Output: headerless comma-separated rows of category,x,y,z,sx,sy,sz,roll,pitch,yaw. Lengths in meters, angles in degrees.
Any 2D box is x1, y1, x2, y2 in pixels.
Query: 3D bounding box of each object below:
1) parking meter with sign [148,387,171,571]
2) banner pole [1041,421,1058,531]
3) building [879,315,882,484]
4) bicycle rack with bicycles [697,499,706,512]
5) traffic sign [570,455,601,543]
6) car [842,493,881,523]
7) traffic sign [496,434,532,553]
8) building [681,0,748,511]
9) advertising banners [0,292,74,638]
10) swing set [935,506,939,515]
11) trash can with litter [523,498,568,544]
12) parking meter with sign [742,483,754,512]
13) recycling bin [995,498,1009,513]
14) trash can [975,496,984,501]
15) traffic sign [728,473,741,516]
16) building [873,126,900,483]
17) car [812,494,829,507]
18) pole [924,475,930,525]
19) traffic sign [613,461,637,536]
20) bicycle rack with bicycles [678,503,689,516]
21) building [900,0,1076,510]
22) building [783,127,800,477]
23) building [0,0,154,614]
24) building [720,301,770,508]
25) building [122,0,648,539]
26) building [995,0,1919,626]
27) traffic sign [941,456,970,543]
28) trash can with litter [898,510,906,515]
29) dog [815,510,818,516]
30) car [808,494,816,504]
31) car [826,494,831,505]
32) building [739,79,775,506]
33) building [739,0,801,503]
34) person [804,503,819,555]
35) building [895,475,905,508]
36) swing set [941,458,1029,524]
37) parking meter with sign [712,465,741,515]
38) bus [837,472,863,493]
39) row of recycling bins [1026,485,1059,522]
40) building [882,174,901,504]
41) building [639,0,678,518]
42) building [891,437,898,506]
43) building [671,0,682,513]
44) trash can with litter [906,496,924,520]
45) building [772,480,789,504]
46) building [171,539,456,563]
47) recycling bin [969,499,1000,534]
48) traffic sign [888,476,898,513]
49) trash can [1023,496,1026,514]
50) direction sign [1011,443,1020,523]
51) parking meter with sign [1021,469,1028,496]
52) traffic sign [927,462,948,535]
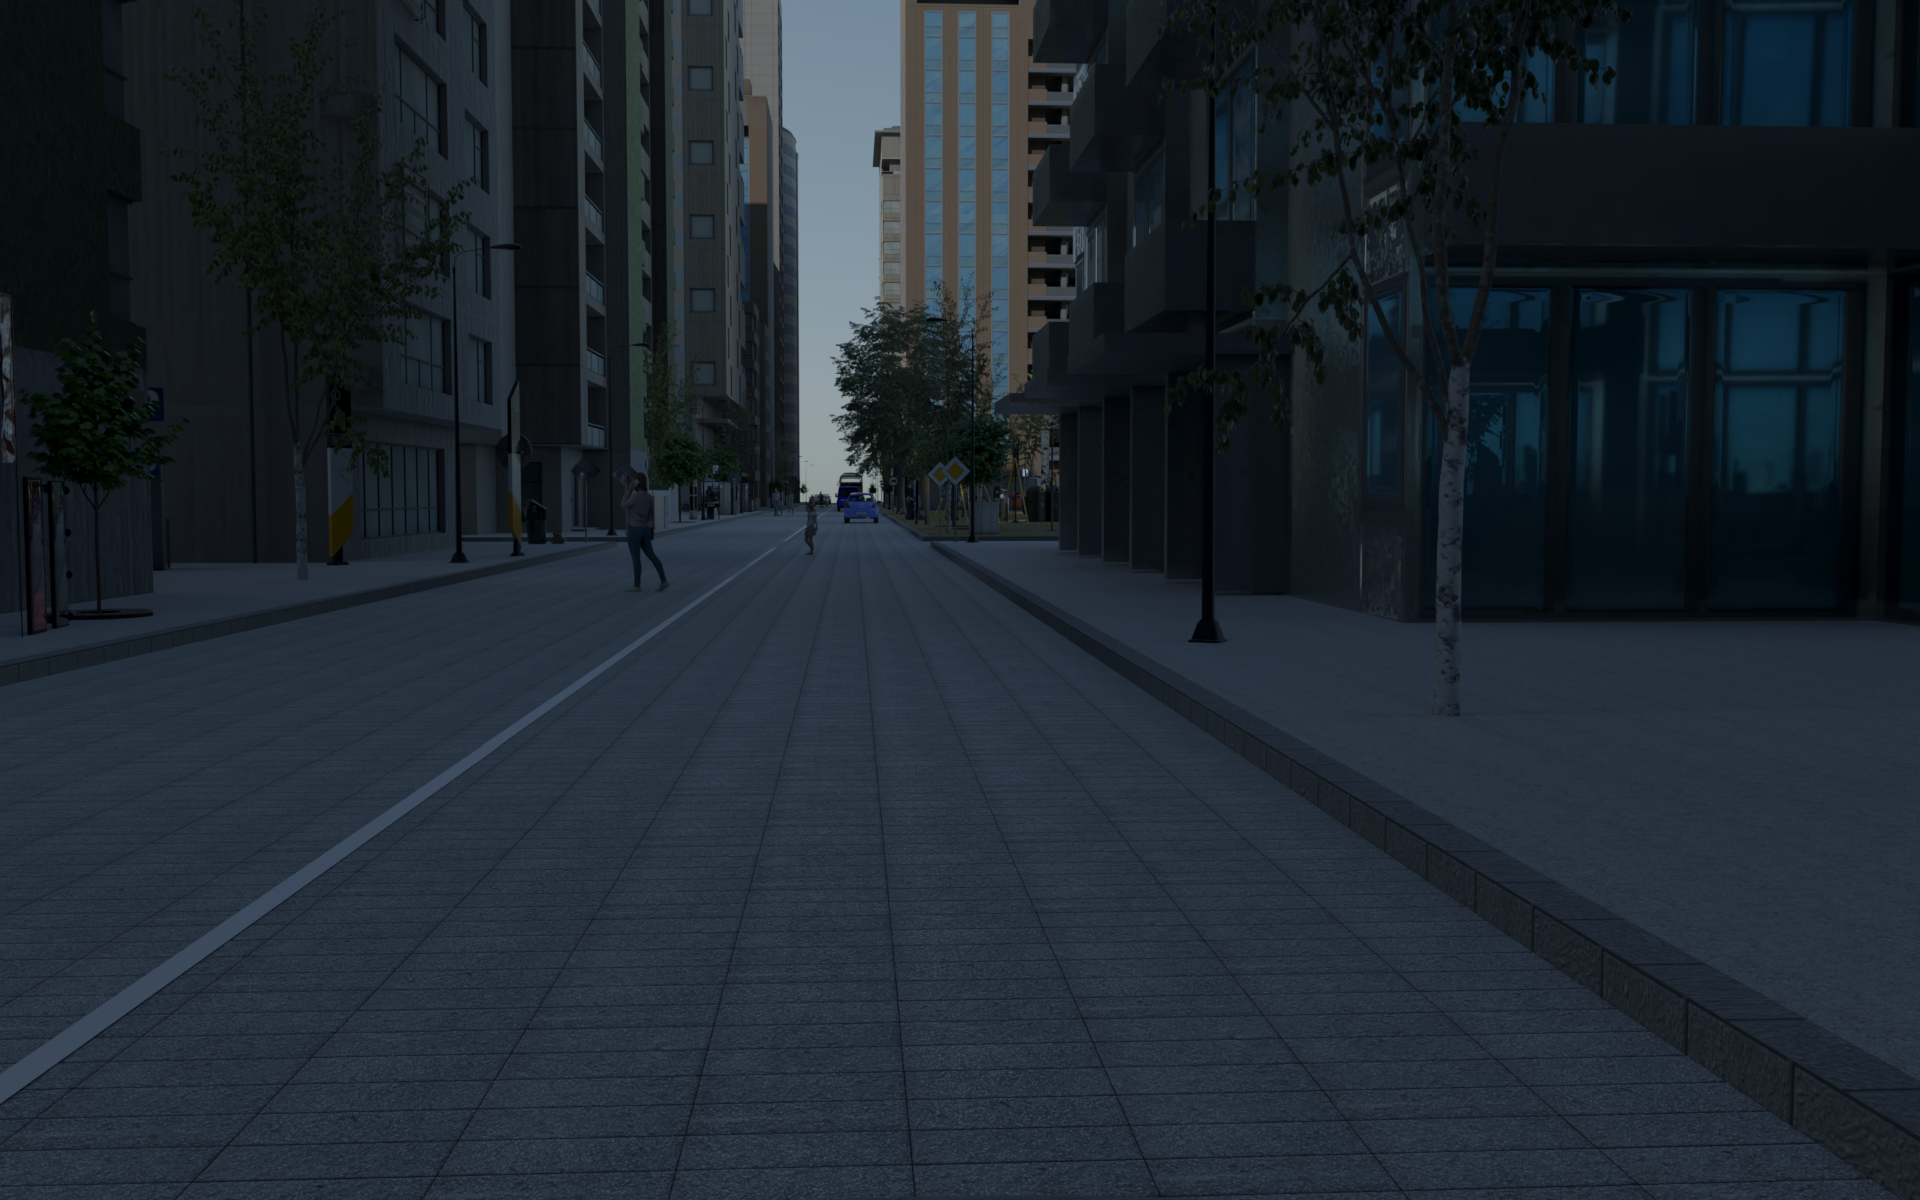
parking meter with sign,-13.586,-2.010,29.122,0.543,3.016,1.738,-1,4,-20
banner pole,3.024,-4.252,59.540,0.401,3.779,0.863,3,5,41
building,-1.649,-37.856,273.572,22.147,44.769,28.867,0,4,-4
bicycle rack with bicycles,-18.969,-6.606,121.397,2.852,0.926,2.925,3,5,43
traffic sign,-9.750,-2.538,45.138,0.795,2.450,0.064,0,4,-4
car,-4.897,-4.686,86.211,1.945,1.707,3.694,0,4,-2
traffic sign,-9.301,-2.202,36.117,0.768,2.556,0.104,0,4,6
building,-31.553,-33.685,139.984,28.713,52.752,27.495,0,4,-4
advertising banners,-8.506,-1.205,15.898,0.090,3.025,2.074,-1,4,-13
swing set,0.389,-6.532,104.421,2.862,2.851,3.119,-2,4,-24
trash can with litter,-10.670,-2.031,44.587,1.055,1.170,0.624,-2,4,-24
parking meter with sign,-15.440,-7.755,123.050,1.738,3.016,0.543,2,4,25
recycling bin,2.763,-6.230,114.411,0.722,1.027,0.722,2,4,26
trash can,1.435,-7.033,126.634,0.748,1.137,0.748,0,3,0
traffic sign,-13.491,-6.330,103.606,0.768,2.556,0.104,0,4,2
building,2.214,-40.131,245.385,28.713,52.752,27.495,0,4,-4
car,-16.076,-11.603,199.928,2.015,1.641,3.980,0,4,-3
pole,-1.388,-4.830,72.815,0.158,3.312,0.155,0,3,0
traffic sign,-10.246,-3.025,53.108,0.795,2.450,0.064,0,4,-4
bicycle rack with bicycles,-18.072,-5.434,102.231,2.852,0.926,2.925,-2,4,-35
building,2.236,-30.071,141.768,14.600,45.320,14.200,0,4,-4
building,-36.031,-44.515,269.816,21.231,58.520,28.212,0,4,-4
building,-17.076,-14.840,14.344,14.160,30.474,14.107,0,4,-4
building,-33.142,-19.816,169.037,27.650,21.520,28.899,0,4,-4
building,-18.758,-22.968,59.120,14.154,41.232,14.086,0,4,-4
building,13.139,-25.051,29.189,23.786,49.044,30.456,0,4,-4
traffic sign,-0.123,-2.573,45.716,0.795,2.450,0.064,0,4,-4
trash can with litter,-3.314,-5.916,108.110,1.055,1.170,0.624,-1,4,-16
dog,-9.595,-5.758,114.337,0.550,0.427,0.748,0,4,5
car,-18.964,-13.214,228.054,2.014,1.417,4.499,0,4,-2
car,-18.581,-13.983,237.424,1.959,1.807,4.718,0,4,-3
building,-27.786,-33.080,190.963,14.600,45.320,14.200,0,4,-4
building,-33.200,-49.354,245.193,20.563,71.187,20.611,0,4,-4
person,-3.466,-1.677,40.929,0.382,1.210,0.505,-3,4,-36
building,10.218,-28.724,161.517,32.217,40.220,23.993,0,4,-4
swing set,1.205,-4.745,75.199,3.119,2.851,2.862,-1,4,-22
parking meter with sign,-14.273,-6.665,105.234,0.543,3.016,1.738,2,4,33
bus,-12.394,-12.512,196.124,2.896,3.916,12.252,0,4,-5
row of recycling bins,4.761,-4.494,80.591,3.534,1.692,1.069,-1,4,-18
building,-3.021,-33.048,223.932,14.154,41.232,14.086,0,4,-4
building,-22.368,-19.399,88.867,14.160,30.474,14.107,0,4,-4
building,3.983,-53.489,187.215,22.319,86.520,31.000,0,4,-4
building,-25.315,-28.151,110.386,14.600,45.320,14.200,0,4,-4
trash can with litter,-2.115,-4.717,88.511,0.624,1.170,1.055,-2,4,-30
building,-38.520,-32.484,222.987,32.217,40.220,23.993,0,4,-4
building,-18.011,-21.646,37.504,14.086,41.232,14.154,0,4,-4
recycling bin,0.769,-2.645,55.801,0.722,1.027,0.722,-2,4,-35
traffic sign,-4.592,-7.278,119.093,0.768,2.556,0.104,0,4,-3
trash can,4.268,-5.991,109.611,0.748,1.137,0.748,0,3,0
direction sign,2.499,-5.249,77.818,0.379,3.537,0.876,-1,4,-16
parking meter with sign,4.931,-7.438,117.867,0.543,3.016,1.738,-3,4,-36
traffic sign,-0.619,-3.061,53.685,0.795,2.450,0.064,0,4,-4
